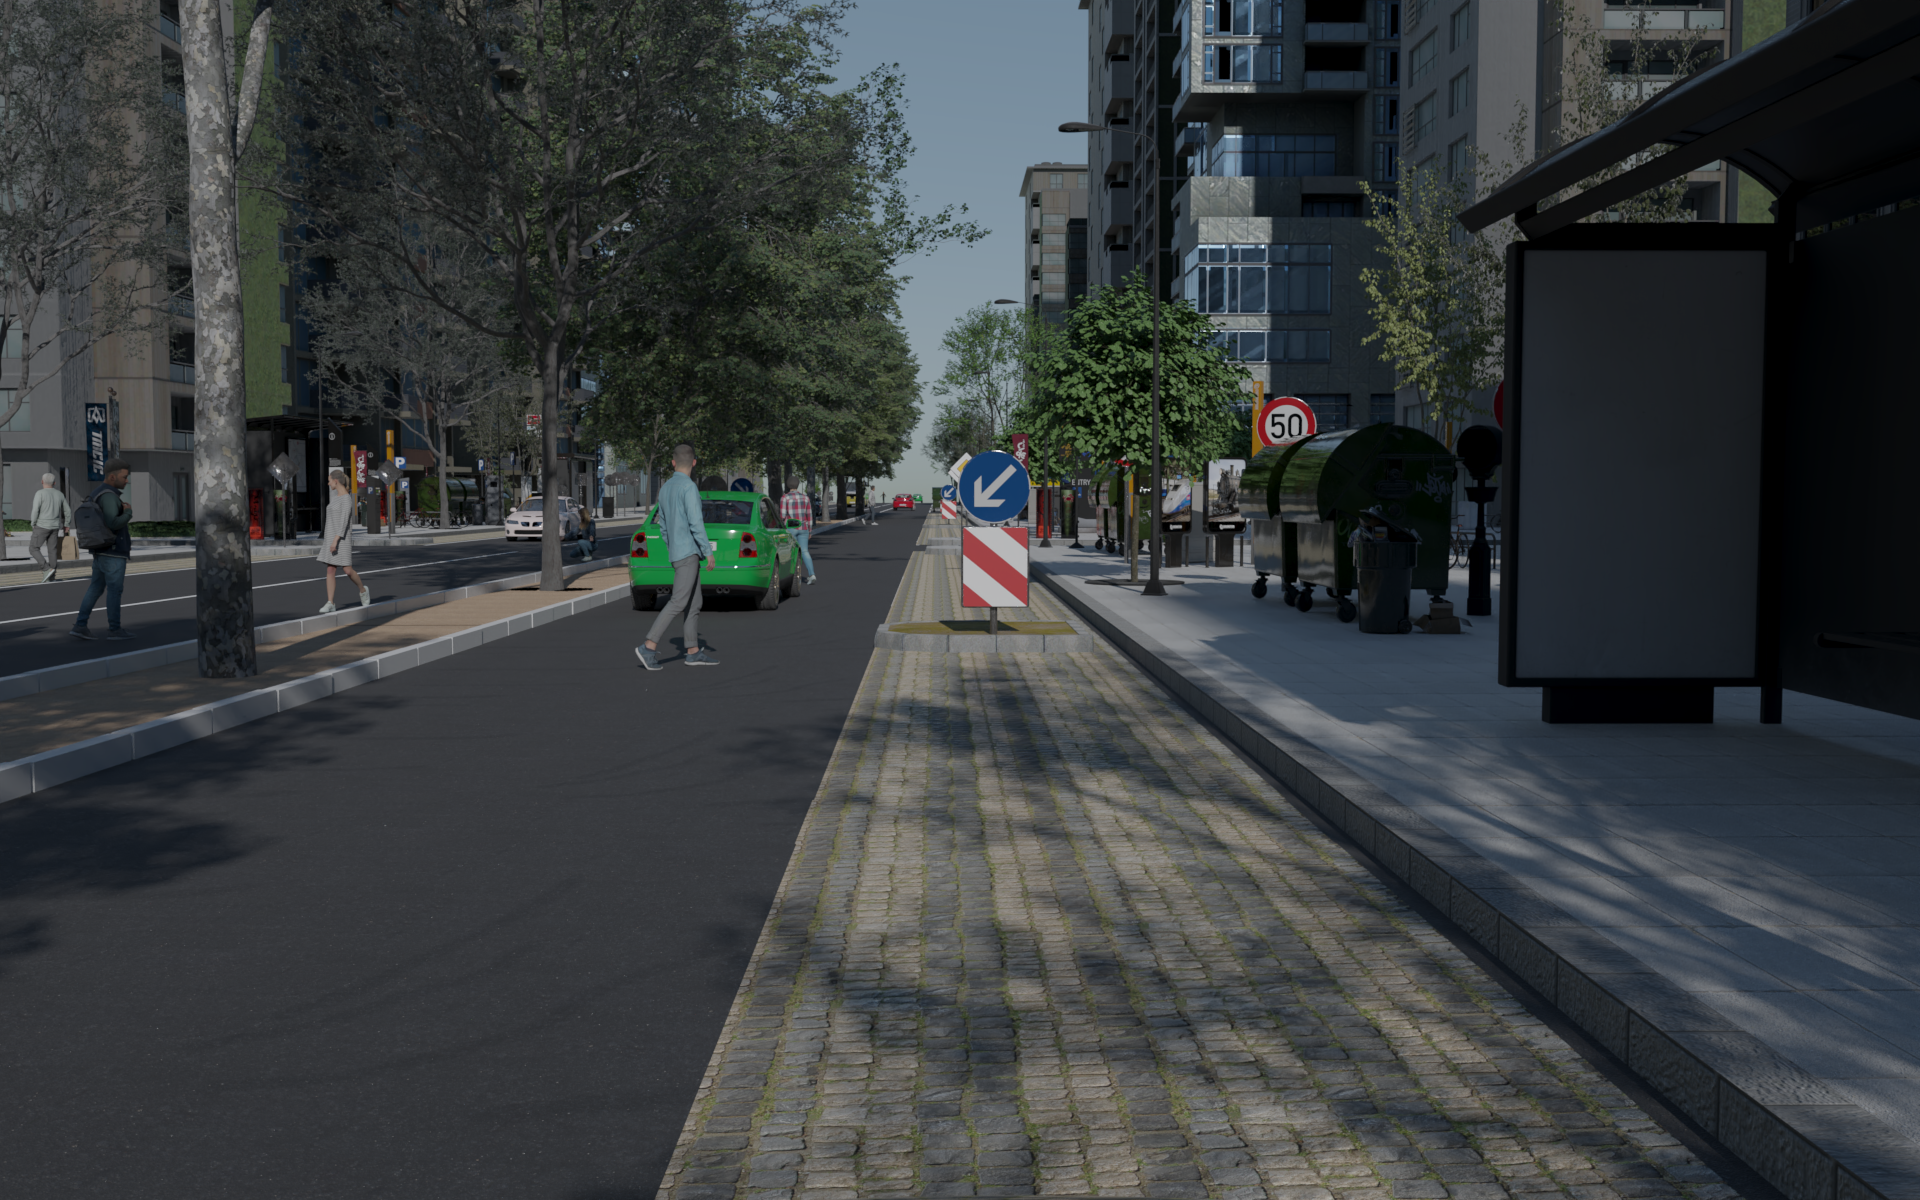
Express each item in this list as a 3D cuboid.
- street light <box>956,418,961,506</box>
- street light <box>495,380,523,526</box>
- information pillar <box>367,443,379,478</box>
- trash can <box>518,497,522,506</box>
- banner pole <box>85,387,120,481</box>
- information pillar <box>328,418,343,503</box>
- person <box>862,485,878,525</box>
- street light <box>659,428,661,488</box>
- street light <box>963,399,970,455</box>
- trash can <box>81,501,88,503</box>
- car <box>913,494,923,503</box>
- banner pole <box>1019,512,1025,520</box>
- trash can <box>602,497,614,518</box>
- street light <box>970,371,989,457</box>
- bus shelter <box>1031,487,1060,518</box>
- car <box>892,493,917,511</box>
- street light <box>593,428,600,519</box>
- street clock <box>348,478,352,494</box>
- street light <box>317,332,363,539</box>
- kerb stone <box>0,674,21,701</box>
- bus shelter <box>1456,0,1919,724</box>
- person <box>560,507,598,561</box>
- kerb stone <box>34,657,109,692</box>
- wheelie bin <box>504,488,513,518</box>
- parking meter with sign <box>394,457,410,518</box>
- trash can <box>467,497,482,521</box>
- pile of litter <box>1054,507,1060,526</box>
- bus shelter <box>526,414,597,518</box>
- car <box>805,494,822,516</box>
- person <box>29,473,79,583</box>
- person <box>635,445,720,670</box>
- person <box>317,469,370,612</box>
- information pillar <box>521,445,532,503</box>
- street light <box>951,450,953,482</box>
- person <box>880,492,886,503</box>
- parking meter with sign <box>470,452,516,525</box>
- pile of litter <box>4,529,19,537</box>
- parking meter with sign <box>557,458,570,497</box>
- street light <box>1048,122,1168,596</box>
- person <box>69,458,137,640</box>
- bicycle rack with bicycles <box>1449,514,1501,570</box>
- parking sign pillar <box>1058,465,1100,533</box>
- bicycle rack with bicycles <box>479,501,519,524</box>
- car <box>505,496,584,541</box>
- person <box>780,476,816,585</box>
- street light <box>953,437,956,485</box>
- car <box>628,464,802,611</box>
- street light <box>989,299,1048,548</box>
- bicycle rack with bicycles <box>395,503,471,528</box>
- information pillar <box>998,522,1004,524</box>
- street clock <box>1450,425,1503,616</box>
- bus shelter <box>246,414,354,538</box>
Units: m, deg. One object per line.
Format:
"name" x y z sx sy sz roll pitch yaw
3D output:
"street light" 0.643 -8.067 104.431 1.470 5.913 1.316 0 4 -1
"street light" -17.990 -5.938 69.633 1.470 5.913 1.316 0 4 -1
"information pillar" -26.710 -5.348 78.787 0.504 3.616 0.183 -2 4 -25
"trash can" -22.313 -4.721 88.841 0.748 1.137 0.748 0 3 0
"banner pole" -20.683 -3.175 41.922 0.863 3.779 0.401 -2 4 -27
"information pillar" -19.275 -3.801 53.495 0.504 3.616 0.183 1 4 21
"person" -4.208 -4.437 80.884 0.795 1.843 0.661 0 4 3
"street light" -18.578 -8.433 110.425 1.470 5.913 1.316 0 4 -1
"street light" 1.004 -6.874 84.925 1.470 5.913 1.316 0 4 -1
"trash can" -18.999 -1.627 38.260 0.748 1.137 0.748 0 3 0
"car" -6.972 -16.732 282.356 1.959 1.807 4.718 0 4 -3
"banner pole" 2.814 -5.880 86.147 0.863 3.779 0.401 2 4 30
"trash can" -18.673 -4.909 91.910 0.748 1.137 0.748 0 3 0
"street light" 1.228 -5.680 65.416 1.470 5.913 1.316 0 4 -1
"bus shelter" 4.278 -6.299 80.620 2.179 5.291 8.768 0 4 -1
"car" -4.830 -8.591 149.498 2.155 1.783 4.494 0 4 1
"street light" -18.384 -7.182 89.963 1.470 5.913 1.316 0 4 -1
"street clock" -27.663 -4.528 78.610 0.358 2.002 0.471 -1 4 -8
"street light" -17.758 -4.715 49.634 1.470 5.913 1.316 0 4 -1
"kerb stone" -6.656 0.633 11.911 0.120 0.150 1.000 0 4 -1
"bus shelter" 3.845 -0.808 7.130 2.014 3.302 5.546 0 4 -1
"person" -8.063 -1.416 37.148 0.738 1.151 1.012 -3 5 -44
"kerb stone" -6.673 0.566 12.934 0.120 0.150 1.000 0 4 -1
"wheelie bin" -24.240 -5.182 92.630 0.693 1.594 0.980 0 4 2
"parking meter with sign" -25.952 -5.165 80.708 0.543 3.016 1.738 -2 4 -26
"trash can" -21.772 -4.028 77.516 0.748 1.137 0.748 0 3 0
"pile of litter" 4.007 -3.447 70.327 1.176 0.858 1.719 0 4 4
"bus shelter" -20.754 -6.865 89.880 2.179 5.291 8.768 0 4 -1
"car" -10.128 -6.324 115.407 2.014 1.417 4.499 0 4 -1
"person" -14.725 -1.174 28.174 0.515 1.767 0.782 2 4 24
"person" -2.354 -0.365 14.337 0.748 1.841 0.638 -1 4 -22
"person" -7.585 -0.733 21.235 0.466 1.731 0.760 1 4 18
"information pillar" -20.599 -5.557 82.219 0.504 3.616 0.183 -2 4 -25
"street light" 0.252 -10.293 140.825 1.470 5.913 1.316 0 4 -1
"person" -12.145 -16.271 274.552 1.348 1.821 0.705 3 5 42
"parking meter with sign" -19.208 -4.593 71.360 1.738 3.016 0.543 -2 4 -30
"pile of litter" -28.900 -2.303 51.617 1.719 0.858 1.176 2 4 26
"parking meter with sign" -19.581 -5.302 82.945 1.738 3.016 0.543 -1 4 -10
"street light" 1.925 -3.012 21.792 1.470 5.913 1.316 0 4 -1
"person" -8.346 -0.498 16.983 0.623 1.781 0.721 2 4 34
"bicycle rack with bicycles" 7.996 -1.022 30.090 2.852 0.926 2.925 -1 4 -12
"parking sign pillar" 3.946 -4.195 57.055 1.447 3.967 1.447 2 4 32
"bicycle rack with bicycles" -20.369 -3.776 75.115 2.852 0.926 2.925 -2 4 -24
"car" -12.828 -2.542 53.928 2.083 1.381 4.827 0 4 -1
"person" -2.585 -1.105 27.402 0.563 1.720 0.643 -2 4 -30
"street light" 0.450 -9.260 123.940 1.470 5.913 1.316 0 4 -1
"car" -3.121 -0.849 22.683 1.959 1.807 4.718 0 4 1
"street light" 1.512 -4.211 41.391 1.470 5.913 1.316 0 4 -1
"bicycle rack with bicycles" -20.129 -3.211 65.889 2.925 0.926 2.852 -1 4 -12
"information pillar" 1.681 -4.281 74.489 0.304 2.012 0.304 -3 4 -36
"street clock" 5.489 -0.837 18.257 0.358 2.002 0.471 -3 5 -45
"bus shelter" -20.811 -3.846 54.164 1.731 3.624 6.357 0 4 -1
